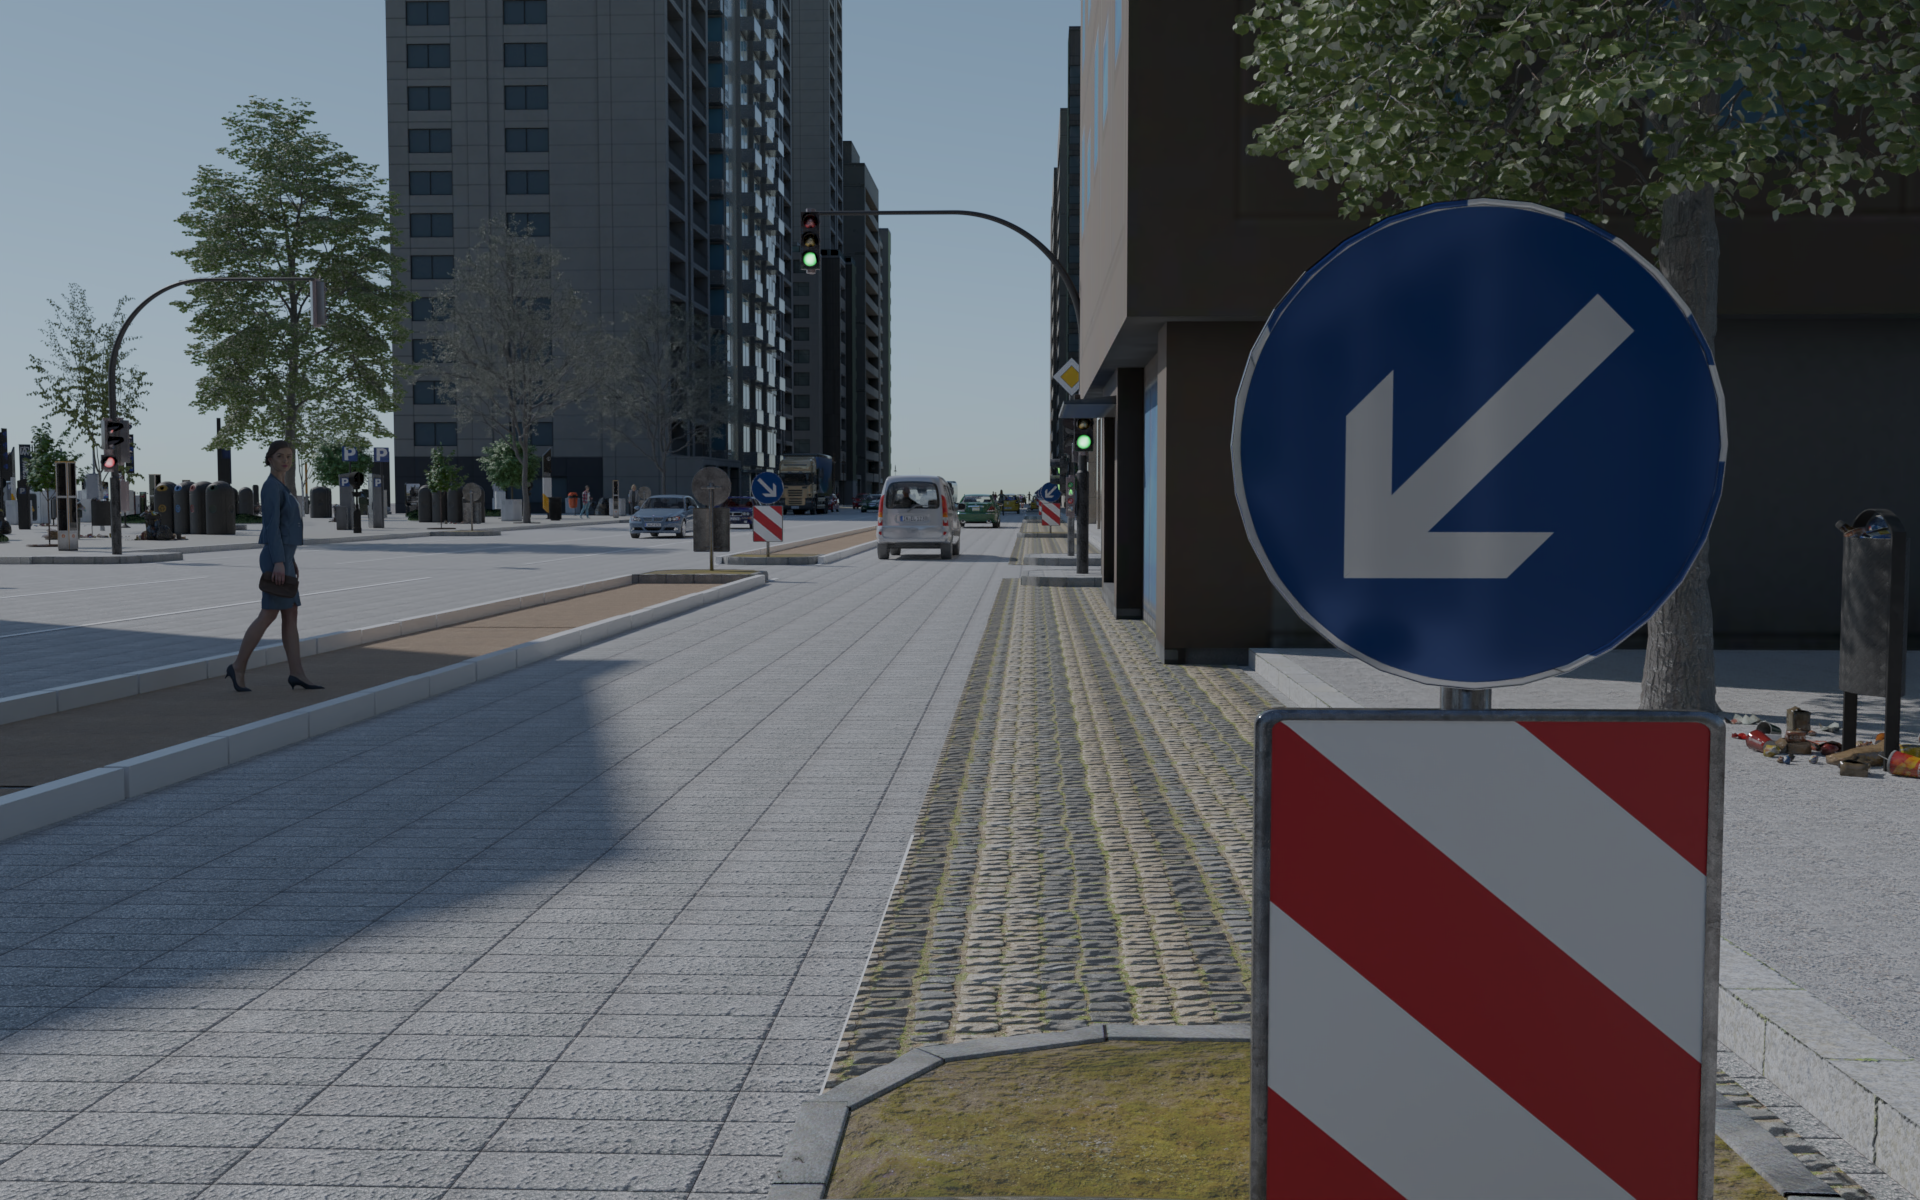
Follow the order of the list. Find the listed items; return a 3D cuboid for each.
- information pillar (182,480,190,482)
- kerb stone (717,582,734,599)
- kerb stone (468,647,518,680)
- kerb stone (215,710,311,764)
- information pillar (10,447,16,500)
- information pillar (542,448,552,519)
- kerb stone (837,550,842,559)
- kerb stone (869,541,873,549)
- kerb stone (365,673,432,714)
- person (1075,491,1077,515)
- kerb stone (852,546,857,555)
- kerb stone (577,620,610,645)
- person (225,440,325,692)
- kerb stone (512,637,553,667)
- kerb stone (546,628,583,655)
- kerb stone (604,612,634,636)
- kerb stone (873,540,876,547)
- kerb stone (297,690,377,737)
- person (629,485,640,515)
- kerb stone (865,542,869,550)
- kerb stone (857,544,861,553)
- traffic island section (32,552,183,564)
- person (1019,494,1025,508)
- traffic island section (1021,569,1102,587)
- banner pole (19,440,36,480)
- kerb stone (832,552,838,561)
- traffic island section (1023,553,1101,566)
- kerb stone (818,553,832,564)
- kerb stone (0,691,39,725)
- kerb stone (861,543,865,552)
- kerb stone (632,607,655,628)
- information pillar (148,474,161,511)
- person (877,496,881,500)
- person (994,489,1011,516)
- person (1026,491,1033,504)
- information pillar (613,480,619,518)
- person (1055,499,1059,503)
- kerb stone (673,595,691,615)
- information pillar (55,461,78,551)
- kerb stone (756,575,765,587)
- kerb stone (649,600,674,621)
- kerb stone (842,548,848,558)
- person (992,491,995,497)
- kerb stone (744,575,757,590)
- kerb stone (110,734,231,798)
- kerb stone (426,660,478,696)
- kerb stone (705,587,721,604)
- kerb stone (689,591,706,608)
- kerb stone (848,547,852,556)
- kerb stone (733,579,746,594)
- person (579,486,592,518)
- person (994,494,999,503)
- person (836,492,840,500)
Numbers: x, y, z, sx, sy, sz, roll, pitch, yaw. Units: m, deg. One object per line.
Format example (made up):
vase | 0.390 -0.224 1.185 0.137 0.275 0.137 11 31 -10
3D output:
information pillar | -39.678 -5.160 88.858 0.304 2.012 0.304 0 4 4
kerb stone | -3.313 -0.112 24.019 0.120 0.150 1.000 0 4 2
kerb stone | -3.742 0.515 13.779 0.120 0.150 1.000 0 4 2
kerb stone | -3.912 0.765 9.681 0.120 0.150 1.000 0 4 2
information pillar | -46.632 -5.747 85.324 0.183 3.616 0.504 -1 4 -11
information pillar | -20.903 -5.894 87.728 0.183 3.616 0.504 3 5 42
kerb stone | -2.745 -0.959 37.870 0.120 0.150 1.000 0 4 2
kerb stone | -2.435 -1.397 45.041 0.120 0.150 1.000 0 4 2
kerb stone | -3.829 0.640 11.730 0.120 0.150 1.000 0 4 2
person | 7.046 -6.017 104.546 0.709 1.813 0.853 2 4 28
kerb stone | -2.607 -1.143 40.949 0.120 0.150 1.000 0 4 2
kerb stone | -3.614 0.327 16.857 0.120 0.150 1.000 0 4 2
person | -4.974 -0.246 12.546 0.654 1.822 0.581 0 4 2
kerb stone | -3.697 0.452 14.810 0.120 0.150 1.000 0 4 2
kerb stone | -3.662 0.389 15.832 0.120 0.150 1.000 0 4 2
kerb stone | -3.571 0.264 17.878 0.120 0.150 1.000 0 4 2
kerb stone | -2.396 -1.458 46.062 0.120 0.150 1.000 0 4 2
kerb stone | -3.869 0.703 10.702 0.120 0.150 1.000 0 4 2
person | -17.786 -5.423 94.889 0.709 1.800 0.728 0 4 -7
kerb stone | -2.483 -1.335 44.020 0.120 0.150 1.000 0 4 2
kerb stone | -2.565 -1.210 41.976 0.120 0.150 1.000 0 4 2
traffic island section | -17.902 -0.884 36.742 2.009 0.180 2.903 0 4 2
person | 6.132 -9.822 172.317 0.421 1.427 0.697 -3 4 -36
traffic island section | 1.988 -0.345 27.917 2.009 0.180 2.903 0 4 2
banner pole | -43.414 -5.561 80.936 0.401 3.779 0.863 0 4 -4
kerb stone | -2.776 -0.896 36.848 0.120 0.150 1.000 0 4 2
traffic island section | 2.321 -0.833 35.895 2.009 0.180 2.903 0 4 2
kerb stone | -2.819 -0.834 35.827 0.120 0.150 1.000 0 4 2
kerb stone | -5.970 0.698 10.792 0.120 0.150 1.000 0 4 2
kerb stone | -2.525 -1.272 42.997 0.120 0.150 1.000 0 4 2
kerb stone | -3.526 0.208 18.904 0.120 0.150 1.000 0 4 2
information pillar | -29.571 -3.619 63.663 0.304 2.012 0.304 1 4 20
person | -5.316 -7.030 123.464 1.348 1.821 0.705 -2 4 -28
person | 2.754 -6.460 114.843 1.217 1.735 0.721 0 4 -2
person | 10.189 -15.021 254.091 1.348 1.824 0.705 -3 4 -36
information pillar | -18.461 -5.407 92.898 0.304 2.012 0.304 -1 4 -11
person | 10.112 -10.631 179.728 0.709 1.838 0.599 1 4 22
kerb stone | -3.440 0.076 20.947 0.120 0.150 1.000 0 4 2
information pillar | -20.160 -2.116 39.093 0.304 2.012 0.304 1 4 11
kerb stone | -3.188 -0.295 27.092 0.120 0.150 1.000 0 4 2
kerb stone | -3.481 0.139 19.925 0.120 0.150 1.000 0 4 2
kerb stone | -2.684 -1.021 38.895 0.120 0.150 1.000 0 4 2
person | 4.087 -12.126 207.293 0.617 1.759 0.750 -3 4 -36
kerb stone | -3.231 -0.237 26.067 0.120 0.150 1.000 0 4 2
kerb stone | -3.952 0.828 8.659 0.120 0.150 1.000 0 4 2
kerb stone | -3.787 0.584 12.752 0.120 0.150 1.000 0 4 2
kerb stone | -3.360 -0.042 22.998 0.120 0.150 1.000 0 4 2
kerb stone | -3.412 0.013 21.977 0.120 0.150 1.000 0 4 2
kerb stone | -2.648 -1.078 39.917 0.120 0.150 1.000 0 4 2
kerb stone | -3.272 -0.174 25.046 0.120 0.150 1.000 0 4 2
person | -19.714 -5.162 91.275 0.643 1.720 0.563 2 4 26
person | 3.359 -9.398 165.380 0.991 1.433 0.599 -2 4 -32
person | -12.148 -9.945 172.573 0.415 1.643 0.593 0 4 4
